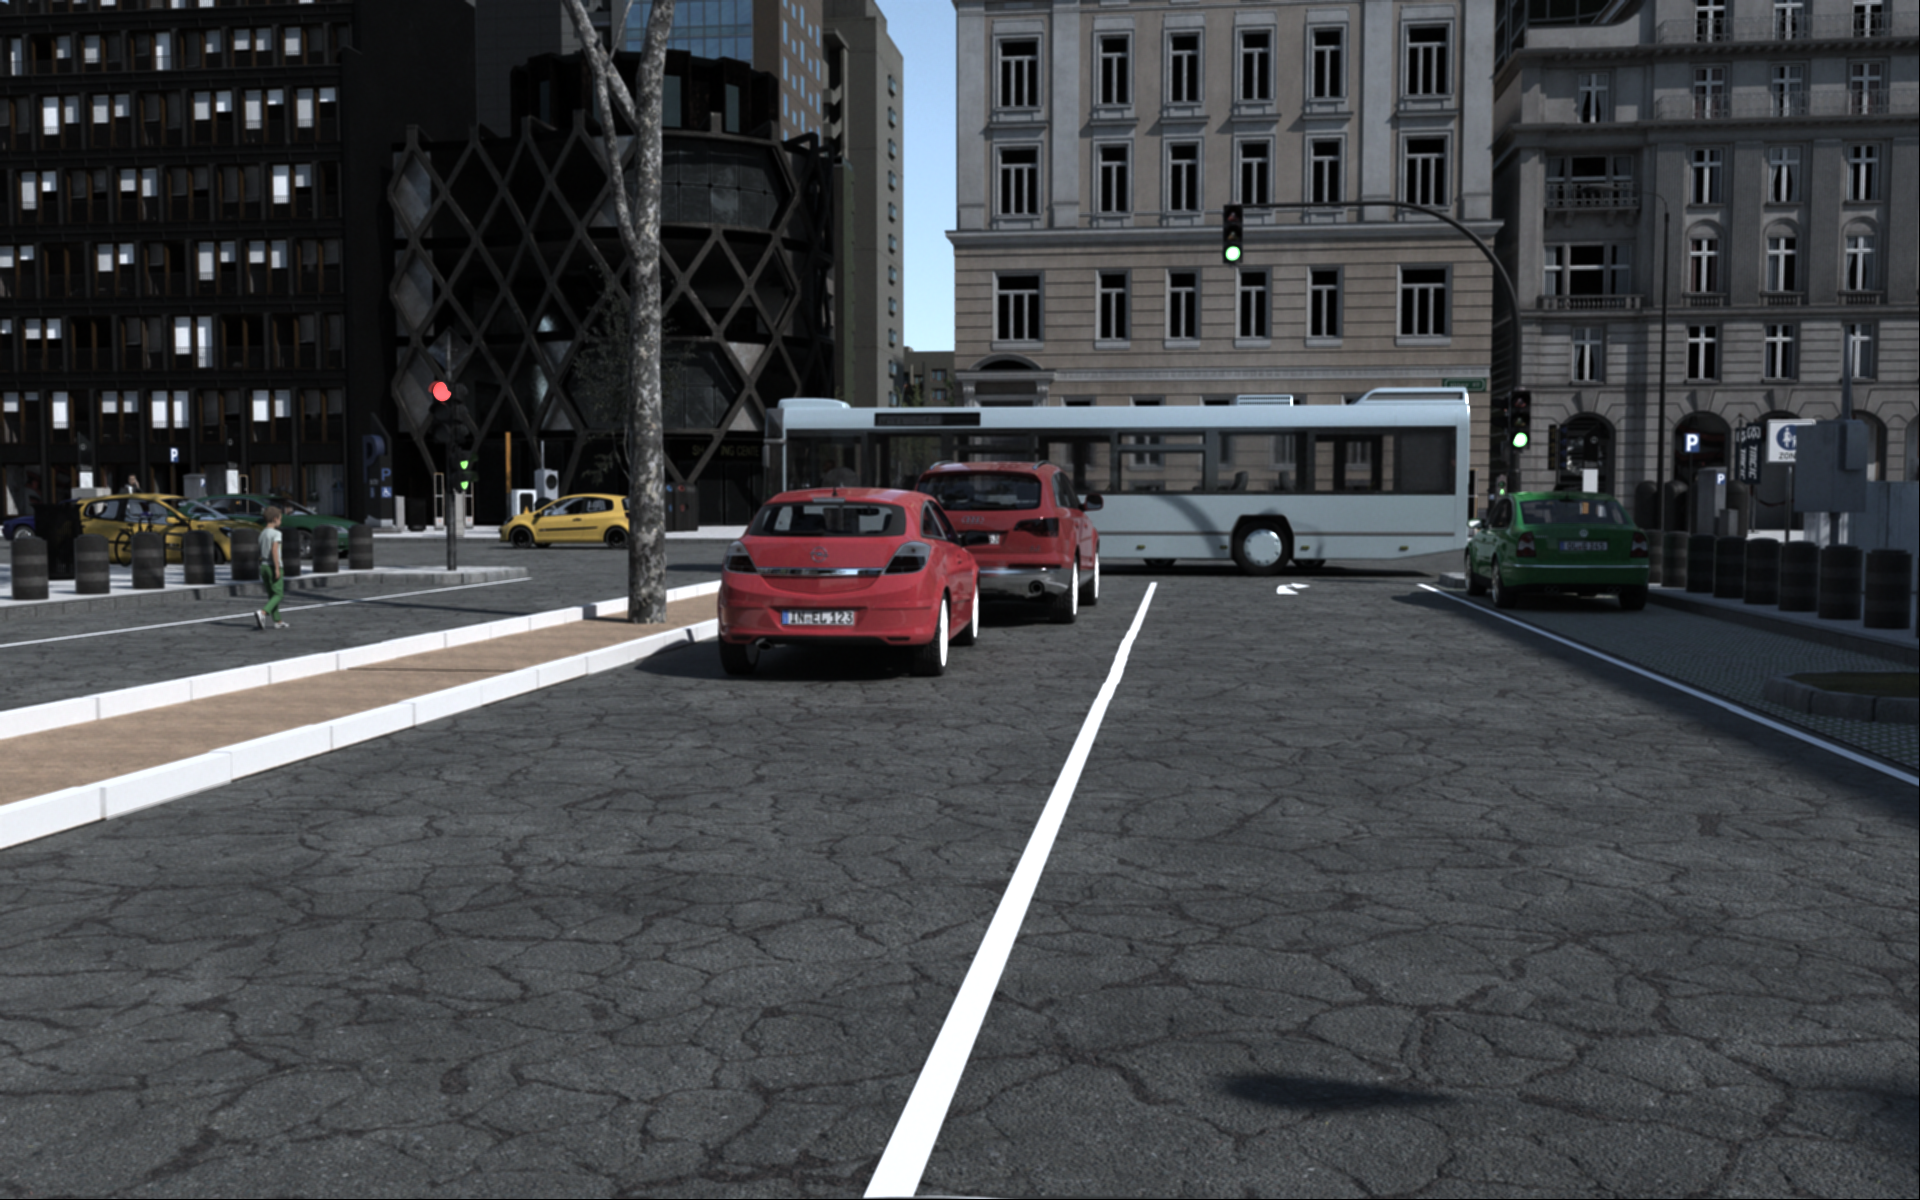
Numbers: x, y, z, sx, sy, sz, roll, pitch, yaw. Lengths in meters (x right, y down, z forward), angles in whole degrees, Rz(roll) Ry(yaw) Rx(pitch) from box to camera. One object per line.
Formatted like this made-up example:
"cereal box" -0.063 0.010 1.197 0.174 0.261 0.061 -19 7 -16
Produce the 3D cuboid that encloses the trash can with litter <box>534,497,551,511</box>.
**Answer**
"trash can with litter" -13.826 -2.806 57.263 0.624 1.170 1.055 0 4 6

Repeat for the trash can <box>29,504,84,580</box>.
"trash can" -13.487 -0.871 25.898 0.748 1.137 0.748 0 3 0

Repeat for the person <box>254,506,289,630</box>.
"person" -7.296 -0.340 18.312 0.306 1.304 0.590 1 4 13

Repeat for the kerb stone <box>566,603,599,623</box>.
"kerb stone" -4.341 0.162 19.589 0.120 0.150 1.000 0 4 8

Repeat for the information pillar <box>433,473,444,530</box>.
"information pillar" -18.461 -3.475 61.315 0.304 2.012 0.304 -2 4 -27

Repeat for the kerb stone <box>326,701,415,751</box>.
"kerb stone" -3.488 0.743 10.152 0.120 0.150 1.000 0 4 8

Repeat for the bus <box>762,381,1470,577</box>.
"bus" 2.228 -2.238 31.446 13.247 3.499 2.948 0 4 7

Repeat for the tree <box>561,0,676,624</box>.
"tree" -4.558 -9.862 19.597 12.611 20.169 13.585 0 3 0

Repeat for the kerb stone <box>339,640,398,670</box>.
"kerb stone" -5.013 0.474 14.507 0.120 0.150 1.000 0 4 8

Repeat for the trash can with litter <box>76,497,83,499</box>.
"trash can with litter" -28.903 -2.834 57.720 1.055 1.170 0.624 0 4 -4

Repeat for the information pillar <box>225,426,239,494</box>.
"information pillar" -24.982 -4.164 59.429 0.183 3.616 0.504 1 4 20

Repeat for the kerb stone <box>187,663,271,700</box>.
"kerb stone" -5.298 0.595 12.463 0.120 0.150 1.000 0 4 8

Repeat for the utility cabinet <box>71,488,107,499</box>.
"utility cabinet" -29.869 -3.096 59.304 1.173 1.500 0.318 1 4 22

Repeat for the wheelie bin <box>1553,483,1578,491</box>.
"wheelie bin" 17.264 -2.534 49.339 0.980 1.594 0.693 -1 4 -19

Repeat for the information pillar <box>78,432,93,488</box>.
"information pillar" -33.113 -4.540 65.590 0.183 3.616 0.504 2 4 35

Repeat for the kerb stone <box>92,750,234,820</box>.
"kerb stone" -3.748 0.866 8.119 0.120 0.150 1.000 0 4 8

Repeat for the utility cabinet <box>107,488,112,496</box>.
"utility cabinet" -31.580 -3.331 63.134 1.173 1.500 0.318 -1 4 -19

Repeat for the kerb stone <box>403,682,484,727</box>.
"kerb stone" -3.346 0.675 11.166 0.120 0.150 1.000 0 4 8

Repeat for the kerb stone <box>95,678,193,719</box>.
"kerb stone" -5.427 0.657 11.447 0.120 0.150 1.000 0 4 8

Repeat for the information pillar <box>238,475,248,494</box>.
"information pillar" -28.176 -3.891 68.117 0.304 2.012 0.304 -2 4 -27

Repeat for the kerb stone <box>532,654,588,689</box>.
"kerb stone" -3.083 0.550 13.198 0.120 0.150 1.000 0 4 8

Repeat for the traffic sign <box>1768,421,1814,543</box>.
"traffic sign" 11.428 -1.332 23.900 0.606 2.300 0.079 1 4 14

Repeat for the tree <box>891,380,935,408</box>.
"tree" -3.315 -9.925 112.629 4.737 8.622 4.395 0 3 0

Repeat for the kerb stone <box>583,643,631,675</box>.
"kerb stone" -2.937 0.488 14.212 0.120 0.150 1.000 0 4 8

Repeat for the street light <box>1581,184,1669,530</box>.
"street light" 10.019 -3.275 26.084 1.470 5.913 1.316 0 4 8

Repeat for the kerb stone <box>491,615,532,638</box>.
"kerb stone" -4.616 0.285 17.558 0.120 0.150 1.000 0 4 8

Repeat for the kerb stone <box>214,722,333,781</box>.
"kerb stone" -3.624 0.799 9.136 0.120 0.150 1.000 0 4 8

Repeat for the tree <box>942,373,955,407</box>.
"tree" 2.018 -12.261 126.219 9.928 11.665 9.643 0 3 0

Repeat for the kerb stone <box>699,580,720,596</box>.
"kerb stone" -3.657 -0.153 24.691 0.120 0.150 1.000 0 4 8

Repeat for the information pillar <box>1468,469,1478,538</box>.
"information pillar" 15.127 -2.859 51.240 0.304 2.012 0.304 2 4 29

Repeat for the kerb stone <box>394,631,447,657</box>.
"kerb stone" -4.896 0.408 15.525 0.120 0.150 1.000 0 4 8

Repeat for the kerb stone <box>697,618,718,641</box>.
"kerb stone" -2.534 0.302 17.263 0.120 0.150 1.000 0 4 8

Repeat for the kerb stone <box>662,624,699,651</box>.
"kerb stone" -2.671 0.364 16.248 0.120 0.150 1.000 0 4 8

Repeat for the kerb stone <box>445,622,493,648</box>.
"kerb stone" -4.746 0.346 16.540 0.120 0.150 1.000 0 4 8

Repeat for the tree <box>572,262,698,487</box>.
"tree" -10.129 -6.300 53.373 4.360 8.622 3.978 0 3 0

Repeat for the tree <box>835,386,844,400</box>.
"tree" -8.799 -10.152 116.348 4.737 8.622 4.395 0 3 0

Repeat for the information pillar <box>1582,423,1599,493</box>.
"information pillar" 20.867 -4.034 57.315 0.504 3.616 0.183 0 4 3

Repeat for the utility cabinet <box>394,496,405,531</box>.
"utility cabinet" -19.688 -3.041 60.885 0.306 1.237 1.020 -1 4 -21

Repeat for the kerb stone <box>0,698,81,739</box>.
"kerb stone" -5.570 0.721 10.427 0.120 0.150 1.000 0 4 8

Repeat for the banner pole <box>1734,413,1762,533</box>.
"banner pole" 24.299 -3.880 53.460 0.863 3.779 0.401 1 4 13

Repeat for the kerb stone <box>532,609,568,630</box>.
"kerb stone" -4.473 0.222 18.573 0.120 0.150 1.000 0 4 8

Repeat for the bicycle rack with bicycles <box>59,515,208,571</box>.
"bicycle rack with bicycles" -14.214 -0.984 29.476 2.852 0.926 2.925 -2 4 -33

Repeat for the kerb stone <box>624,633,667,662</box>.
"kerb stone" -2.806 0.426 15.228 0.120 0.150 1.000 0 4 8

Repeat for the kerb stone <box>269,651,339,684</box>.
"kerb stone" -5.156 0.533 13.480 0.120 0.150 1.000 0 4 8

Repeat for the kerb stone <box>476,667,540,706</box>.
"kerb stone" -3.218 0.615 12.183 0.120 0.150 1.000 0 4 8

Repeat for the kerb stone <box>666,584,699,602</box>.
"kerb stone" -3.796 -0.090 23.669 0.120 0.150 1.000 0 4 8

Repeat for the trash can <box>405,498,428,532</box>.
"trash can" -18.586 -2.910 59.238 0.748 1.137 0.748 0 3 0

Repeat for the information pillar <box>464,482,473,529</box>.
"information pillar" -18.113 -3.629 63.828 0.304 2.012 0.304 -1 4 -20

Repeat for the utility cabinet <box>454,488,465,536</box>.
"utility cabinet" -15.088 -2.659 52.150 0.318 1.500 1.173 -1 4 -15

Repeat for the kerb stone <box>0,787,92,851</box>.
"kerb stone" -3.892 0.925 7.100 0.120 0.150 1.000 0 4 8

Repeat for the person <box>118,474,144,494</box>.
"person" -19.328 -1.990 40.405 0.474 1.900 0.648 1 4 18

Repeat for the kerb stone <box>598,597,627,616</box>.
"kerb stone" -4.209 0.097 20.608 0.120 0.150 1.000 0 4 8

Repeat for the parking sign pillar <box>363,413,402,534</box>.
"parking sign pillar" -19.098 -4.180 56.817 1.447 3.967 1.447 -3 5 -42
